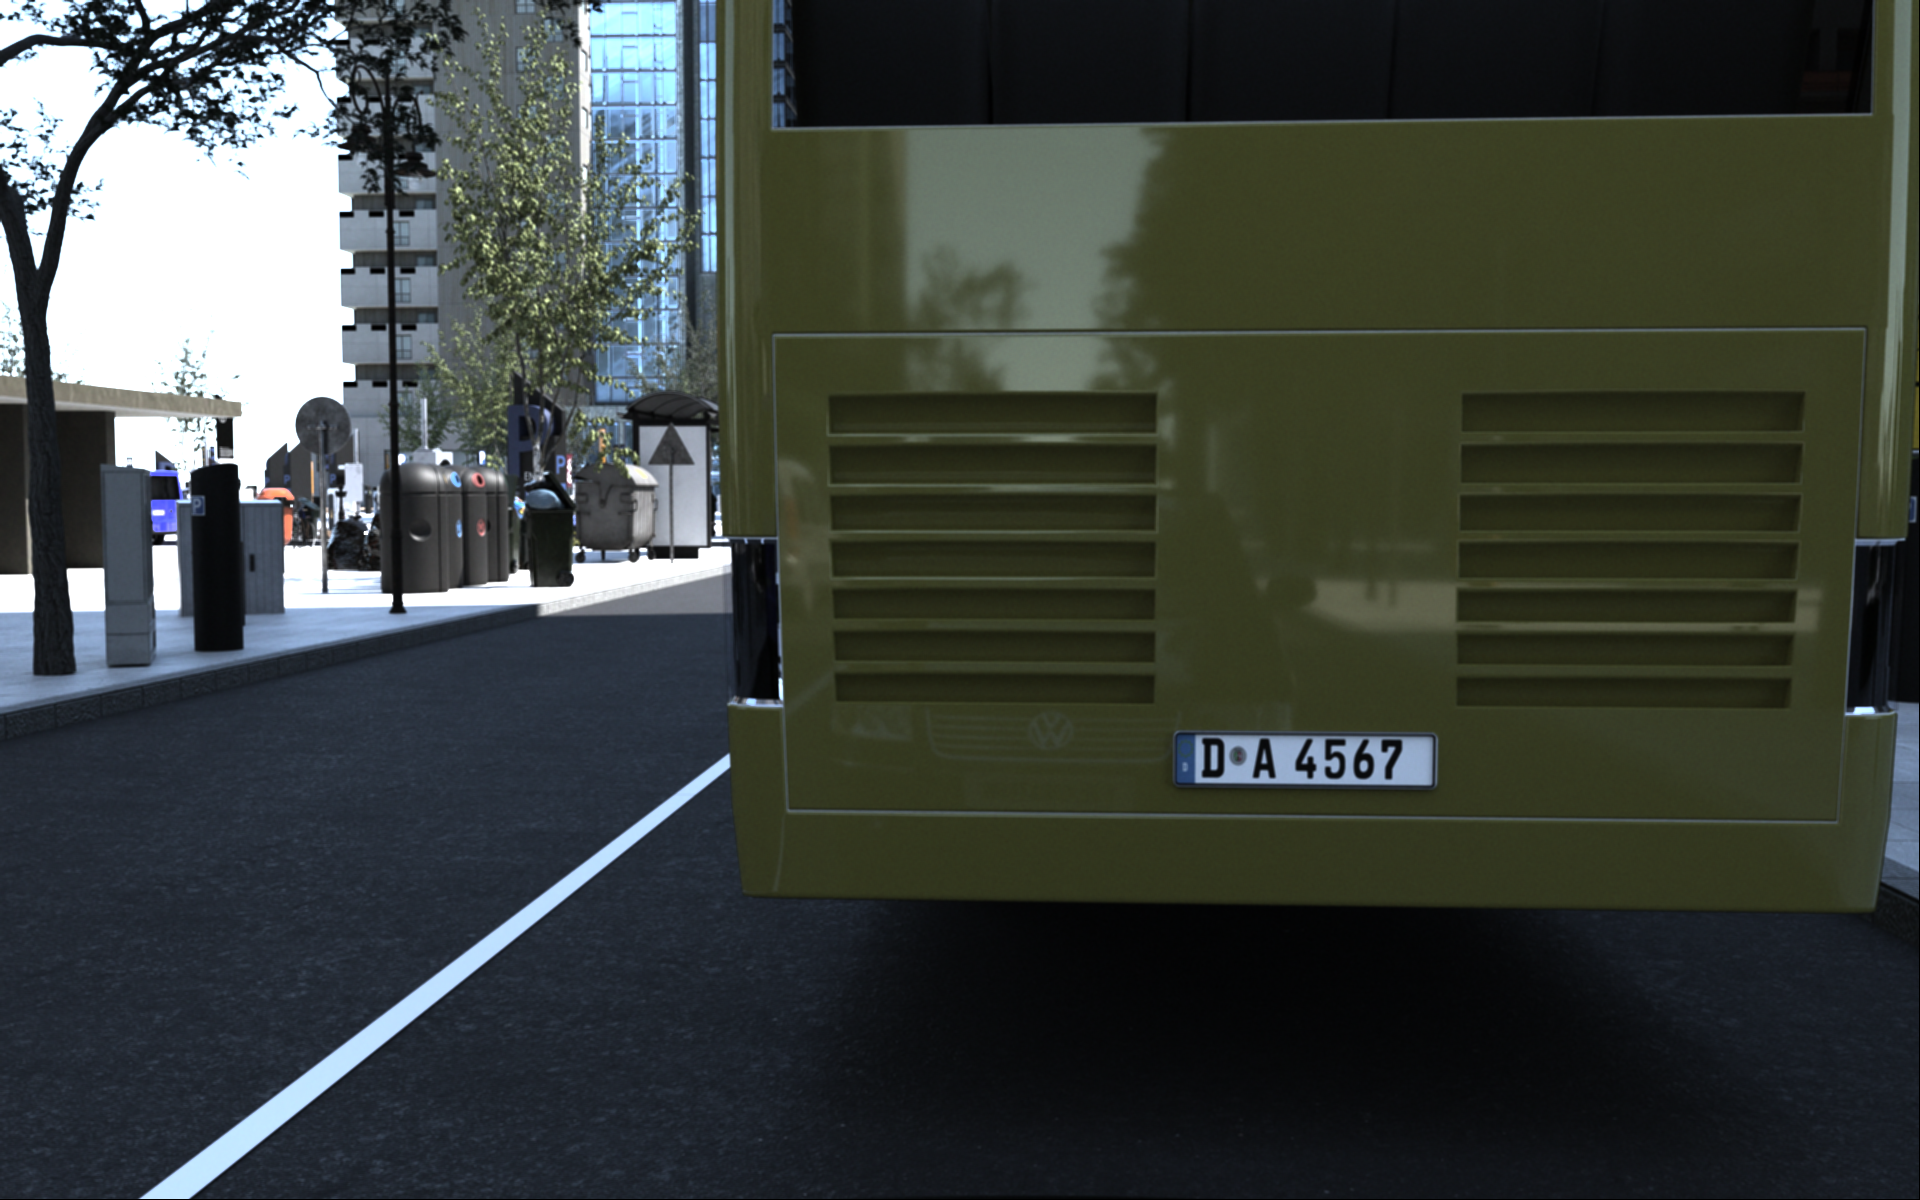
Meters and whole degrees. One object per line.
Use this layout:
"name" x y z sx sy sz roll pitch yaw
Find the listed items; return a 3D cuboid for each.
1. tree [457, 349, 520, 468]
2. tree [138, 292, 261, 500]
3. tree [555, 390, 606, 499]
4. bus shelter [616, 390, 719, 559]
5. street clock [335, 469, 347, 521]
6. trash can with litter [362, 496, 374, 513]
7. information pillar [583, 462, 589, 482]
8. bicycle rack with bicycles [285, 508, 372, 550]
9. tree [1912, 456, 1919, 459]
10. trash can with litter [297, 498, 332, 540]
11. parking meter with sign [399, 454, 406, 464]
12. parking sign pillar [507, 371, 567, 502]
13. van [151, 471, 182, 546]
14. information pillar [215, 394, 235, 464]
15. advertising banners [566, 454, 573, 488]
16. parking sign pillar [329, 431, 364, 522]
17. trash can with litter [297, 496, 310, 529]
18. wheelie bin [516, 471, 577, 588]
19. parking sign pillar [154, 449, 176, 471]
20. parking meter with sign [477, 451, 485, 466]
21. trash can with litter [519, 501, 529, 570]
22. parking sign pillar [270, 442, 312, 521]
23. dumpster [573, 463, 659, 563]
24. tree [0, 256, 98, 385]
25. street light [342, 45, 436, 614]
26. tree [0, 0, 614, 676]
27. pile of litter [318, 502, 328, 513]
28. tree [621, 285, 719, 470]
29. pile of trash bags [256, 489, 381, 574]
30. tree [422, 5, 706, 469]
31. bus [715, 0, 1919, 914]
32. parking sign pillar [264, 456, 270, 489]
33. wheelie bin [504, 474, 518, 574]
"tree" -23.198 -8.326 86.497 4.360 8.622 3.978 0 3 0
"tree" -28.273 -6.943 63.885 4.360 8.622 3.978 0 3 0
"tree" -26.137 -10.216 117.393 4.360 8.622 3.978 0 3 0
"bus shelter" -5.542 -2.613 36.653 2.014 3.302 5.546 0 4 4
"street clock" -17.938 -2.791 50.210 0.358 2.002 0.471 -1 4 -18
"trash can with litter" -39.460 -6.374 115.271 2.233 1.210 1.678 -2 4 -33
"information pillar" -26.892 -8.153 124.659 0.504 3.616 0.183 -2 4 -27
"bicycle rack with bicycles" -15.035 -1.669 40.674 2.852 0.926 2.925 0 4 1
"tree" 15.902 -2.743 28.562 4.285 4.588 4.351 0 3 0
"trash can with litter" -18.017 -2.273 48.559 1.055 1.170 0.624 1 4 12
"parking meter with sign" -23.633 -4.833 75.285 1.738 3.016 0.543 1 4 23
"parking sign pillar" -9.229 -3.015 37.763 1.447 3.967 1.447 2 4 25
"van" -23.308 -2.517 45.536 5.245 2.365 2.240 0 4 3
"information pillar" -17.272 -3.020 40.724 0.183 3.616 0.504 1 4 22
"advertising banners" -17.151 -4.775 74.257 0.090 3.025 2.074 1 4 20
"parking sign pillar" -26.091 -5.197 73.440 1.447 3.967 1.447 2 4 27
"trash can with litter" -24.161 -3.162 62.749 1.678 1.210 2.233 2 4 27
"wheelie bin" -5.671 -0.979 23.915 0.693 1.594 0.980 -1 4 -20
"parking sign pillar" -47.911 -7.106 104.652 1.447 3.967 1.447 2 4 31
"parking meter with sign" -18.600 -4.521 70.180 1.738 3.016 0.543 1 4 10
"trash can with litter" -7.424 -1.084 29.106 0.624 1.170 1.055 2 4 24
"parking sign pillar" -29.342 -5.397 76.719 1.447 3.967 1.447 1 4 21
"dumpster" -6.521 -1.653 32.778 1.264 1.857 1.865 0 4 4
"tree" -28.576 -6.250 52.543 4.360 8.622 3.978 0 3 0
"street light" -6.060 -2.795 18.492 0.468 5.910 1.993 0 4 4
"tree" -6.474 -4.769 12.382 8.767 10.594 7.601 0 4 -7
"pile of litter" -42.596 -6.199 115.320 1.176 0.858 1.719 3 5 40
"tree" -9.291 -6.733 60.448 4.360 8.622 3.978 0 3 0
"pile of trash bags" -10.083 -1.183 29.094 3.447 1.369 1.912 -3 5 -44
"tree" -6.350 -4.661 26.563 4.737 8.622 4.395 0 3 0
"bus" 1.099 -1.108 9.670 2.896 3.916 12.252 0 4 4
"parking sign pillar" -34.995 -6.129 88.681 1.447 3.967 1.447 2 4 24
"wheelie bin" -7.452 -1.219 27.834 0.980 1.594 0.693 0 4 -2
